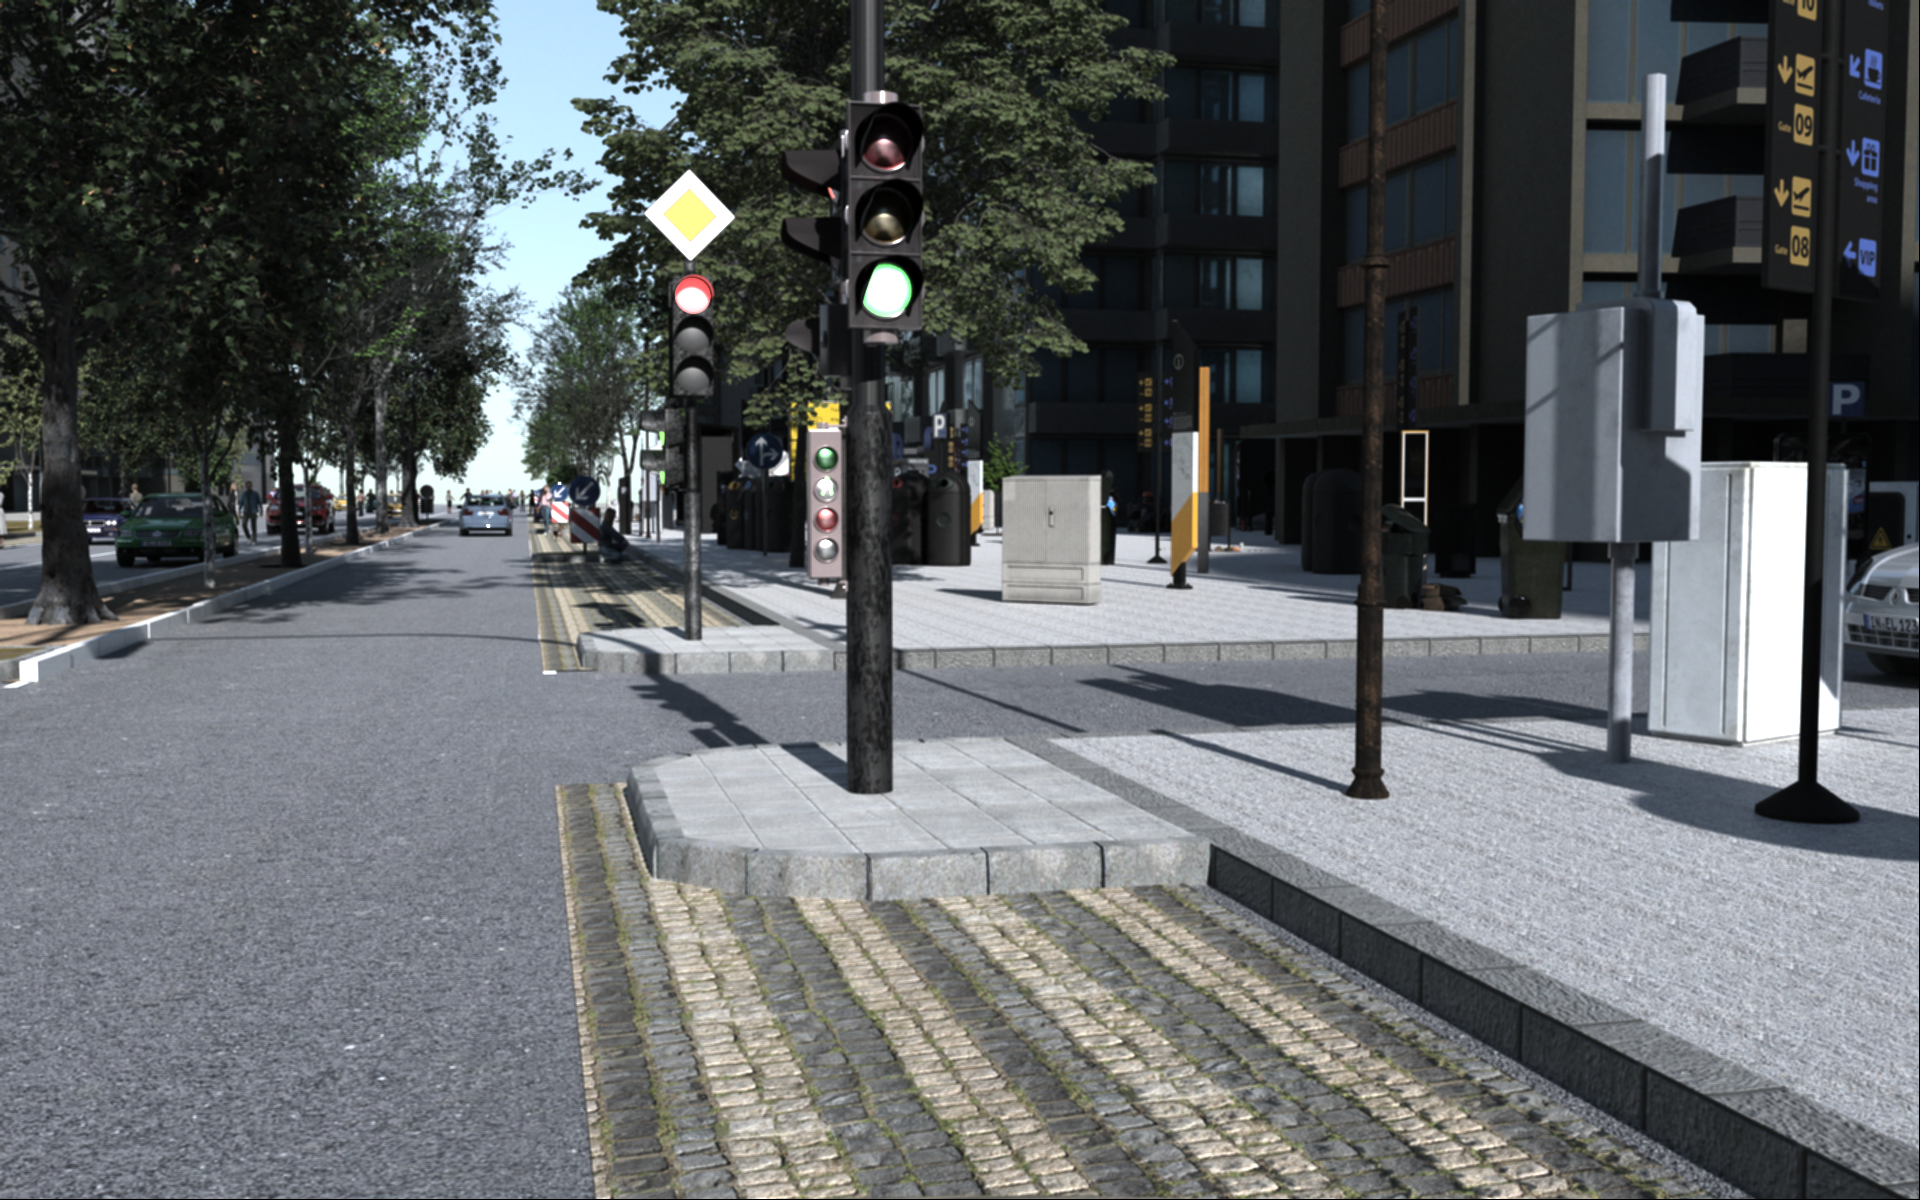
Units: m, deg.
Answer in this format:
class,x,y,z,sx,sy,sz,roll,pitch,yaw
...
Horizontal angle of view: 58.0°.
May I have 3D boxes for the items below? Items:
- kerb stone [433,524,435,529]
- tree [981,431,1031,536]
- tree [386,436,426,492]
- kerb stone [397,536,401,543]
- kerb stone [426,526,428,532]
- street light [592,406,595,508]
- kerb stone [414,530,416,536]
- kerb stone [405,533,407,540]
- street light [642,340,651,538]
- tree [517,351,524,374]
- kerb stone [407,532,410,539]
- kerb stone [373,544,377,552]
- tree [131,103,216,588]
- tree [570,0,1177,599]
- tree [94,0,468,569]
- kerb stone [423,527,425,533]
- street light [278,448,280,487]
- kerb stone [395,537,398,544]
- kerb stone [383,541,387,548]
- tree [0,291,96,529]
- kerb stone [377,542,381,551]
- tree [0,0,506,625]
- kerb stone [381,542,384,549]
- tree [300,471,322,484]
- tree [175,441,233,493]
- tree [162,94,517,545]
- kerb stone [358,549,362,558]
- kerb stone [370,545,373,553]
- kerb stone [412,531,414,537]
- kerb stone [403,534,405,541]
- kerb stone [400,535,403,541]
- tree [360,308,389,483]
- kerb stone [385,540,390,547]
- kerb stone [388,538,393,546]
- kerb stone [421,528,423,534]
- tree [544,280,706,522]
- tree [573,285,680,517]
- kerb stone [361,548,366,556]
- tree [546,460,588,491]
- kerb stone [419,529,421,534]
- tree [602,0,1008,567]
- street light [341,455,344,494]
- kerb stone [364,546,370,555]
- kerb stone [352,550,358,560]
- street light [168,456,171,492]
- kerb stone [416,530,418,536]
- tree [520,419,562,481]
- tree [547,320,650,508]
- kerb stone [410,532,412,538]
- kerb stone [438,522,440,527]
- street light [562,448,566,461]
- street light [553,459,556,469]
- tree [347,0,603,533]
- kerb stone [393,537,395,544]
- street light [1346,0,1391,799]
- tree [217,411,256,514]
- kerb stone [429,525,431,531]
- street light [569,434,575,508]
class,x,y,z,sx,sy,sz,roll,pitch,yaw
kerb stone,-21.235,-2.887,69.398,0.120,0.150,1.000,-1,4,-14
tree,1.075,-3.614,53.695,1.663,3.219,1.824,0,3,0
tree,-76.927,-18.539,237.524,7.601,10.594,8.767,-2,4,-32
kerb stone,-16.481,-1.727,50.497,0.120,0.150,1.000,-1,4,-14
kerb stone,-19.989,-2.580,64.423,0.120,0.150,1.000,-1,4,-14
street light,-18.565,-7.035,87.807,0.468,5.910,1.993,-1,4,-14
kerb stone,-18.233,-2.156,57.443,0.120,0.150,1.000,-1,4,-14
kerb stone,-17.240,-1.911,53.474,0.120,0.150,1.000,-1,4,-14
street light,-9.030,-4.723,50.006,0.468,5.910,1.993,-1,4,-14
tree,-23.241,-9.359,72.486,9.611,12.733,9.660,0,3,0
kerb stone,-17.484,-1.974,54.466,0.120,0.150,1.000,-1,4,-14
kerb stone,-14.492,-1.246,42.561,0.120,0.150,1.000,-1,4,-14
tree,-11.334,-4.467,25.861,4.360,8.622,3.978,0,3,0
tree,-0.971,-6.303,21.183,7.486,12.596,7.792,0,3,0
tree,-13.147,-6.436,33.434,9.928,11.665,9.643,0,3,0
kerb stone,-19.483,-2.461,62.439,0.120,0.150,1.000,-1,4,-14
street light,-48.343,-9.186,122.981,0.468,5.910,1.993,-1,4,-14
kerb stone,-16.235,-1.670,49.505,0.120,0.150,1.000,-1,4,-14
kerb stone,-15.242,-1.419,45.534,0.120,0.150,1.000,-1,4,-14
tree,-33.814,-6.888,62.979,4.737,8.622,4.395,0,3,0
kerb stone,-14.739,-1.306,43.553,0.120,0.150,1.000,-1,4,-14
tree,-9.911,-6.076,18.801,9.611,12.733,9.660,0,3,0
kerb stone,-14.984,-1.362,44.545,0.120,0.150,1.000,-1,4,-14
tree,-53.719,-9.121,143.723,1.663,3.219,1.824,0,3,0
tree,-41.876,-6.872,96.070,4.285,4.588,4.351,0,3,0
tree,-17.139,-8.291,48.380,12.009,13.543,11.850,0,3,0
kerb stone,-13.496,-0.999,38.576,0.120,0.150,1.000,-1,4,-14
kerb stone,-14.246,-1.183,41.565,0.120,0.150,1.000,-1,4,-14
kerb stone,-17.985,-2.094,56.451,0.120,0.150,1.000,-1,4,-14
kerb stone,-16.986,-1.852,52.479,0.120,0.150,1.000,-1,4,-14
kerb stone,-16.736,-1.792,51.488,0.120,0.150,1.000,-1,4,-14
tree,-15.315,-5.360,40.461,4.360,8.622,3.978,0,3,0
kerb stone,-15.495,-1.482,46.524,0.120,0.150,1.000,-1,4,-14
kerb stone,-15.734,-1.549,47.518,0.120,0.150,1.000,-1,4,-14
kerb stone,-19.237,-2.400,61.442,0.120,0.150,1.000,-1,4,-14
tree,-15.236,-9.410,79.612,9.928,11.665,9.643,0,3,0
tree,-21.251,-11.518,98.683,12.009,13.543,11.850,0,3,0
kerb stone,-13.747,-1.061,39.572,0.120,0.150,1.000,-1,4,-14
tree,-42.176,-12.224,183.581,4.285,4.588,4.351,0,3,0
kerb stone,-18.982,-2.338,60.429,0.120,0.150,1.000,-1,4,-14
tree,-2.546,-5.861,30.248,7.601,10.594,8.767,-2,4,-25
street light,-59.115,-11.806,165.817,0.468,5.910,1.993,-1,4,-14
kerb stone,-13.994,-1.121,40.564,0.120,0.150,1.000,-1,4,-14
kerb stone,-13.238,-0.940,37.576,0.120,0.150,1.000,-1,4,-14
street light,-38.902,-6.873,85.158,0.468,5.910,1.993,-1,4,-14
kerb stone,-18.484,-2.216,58.444,0.120,0.150,1.000,-1,4,-14
tree,-55.429,-19.298,233.652,7.486,12.596,7.792,0,3,0
tree,-14.983,-7.472,72.522,4.360,8.622,3.978,0,3,0
kerb stone,-17.730,-2.034,55.458,0.120,0.150,1.000,-1,4,-14
kerb stone,-22.239,-3.130,73.377,0.120,0.150,1.000,-1,4,-14
street light,-37.171,-11.601,162.470,0.468,5.910,1.993,-1,4,-14
street light,-47.967,-14.196,204.894,0.468,5.910,1.993,-1,4,-14
tree,-19.527,-12.429,61.566,12.611,20.169,13.585,0,3,0
kerb stone,-15.992,-1.610,48.512,0.120,0.150,1.000,-1,4,-14
street light,1.733,-2.104,7.182,0.468,5.910,1.993,-1,4,-14
tree,-47.148,-9.890,112.066,4.737,8.622,4.395,0,3,0
kerb stone,-20.486,-2.705,66.421,0.120,0.150,1.000,-1,4,-14
street light,-27.859,-9.286,124.614,0.468,5.910,1.993,-1,4,-14
